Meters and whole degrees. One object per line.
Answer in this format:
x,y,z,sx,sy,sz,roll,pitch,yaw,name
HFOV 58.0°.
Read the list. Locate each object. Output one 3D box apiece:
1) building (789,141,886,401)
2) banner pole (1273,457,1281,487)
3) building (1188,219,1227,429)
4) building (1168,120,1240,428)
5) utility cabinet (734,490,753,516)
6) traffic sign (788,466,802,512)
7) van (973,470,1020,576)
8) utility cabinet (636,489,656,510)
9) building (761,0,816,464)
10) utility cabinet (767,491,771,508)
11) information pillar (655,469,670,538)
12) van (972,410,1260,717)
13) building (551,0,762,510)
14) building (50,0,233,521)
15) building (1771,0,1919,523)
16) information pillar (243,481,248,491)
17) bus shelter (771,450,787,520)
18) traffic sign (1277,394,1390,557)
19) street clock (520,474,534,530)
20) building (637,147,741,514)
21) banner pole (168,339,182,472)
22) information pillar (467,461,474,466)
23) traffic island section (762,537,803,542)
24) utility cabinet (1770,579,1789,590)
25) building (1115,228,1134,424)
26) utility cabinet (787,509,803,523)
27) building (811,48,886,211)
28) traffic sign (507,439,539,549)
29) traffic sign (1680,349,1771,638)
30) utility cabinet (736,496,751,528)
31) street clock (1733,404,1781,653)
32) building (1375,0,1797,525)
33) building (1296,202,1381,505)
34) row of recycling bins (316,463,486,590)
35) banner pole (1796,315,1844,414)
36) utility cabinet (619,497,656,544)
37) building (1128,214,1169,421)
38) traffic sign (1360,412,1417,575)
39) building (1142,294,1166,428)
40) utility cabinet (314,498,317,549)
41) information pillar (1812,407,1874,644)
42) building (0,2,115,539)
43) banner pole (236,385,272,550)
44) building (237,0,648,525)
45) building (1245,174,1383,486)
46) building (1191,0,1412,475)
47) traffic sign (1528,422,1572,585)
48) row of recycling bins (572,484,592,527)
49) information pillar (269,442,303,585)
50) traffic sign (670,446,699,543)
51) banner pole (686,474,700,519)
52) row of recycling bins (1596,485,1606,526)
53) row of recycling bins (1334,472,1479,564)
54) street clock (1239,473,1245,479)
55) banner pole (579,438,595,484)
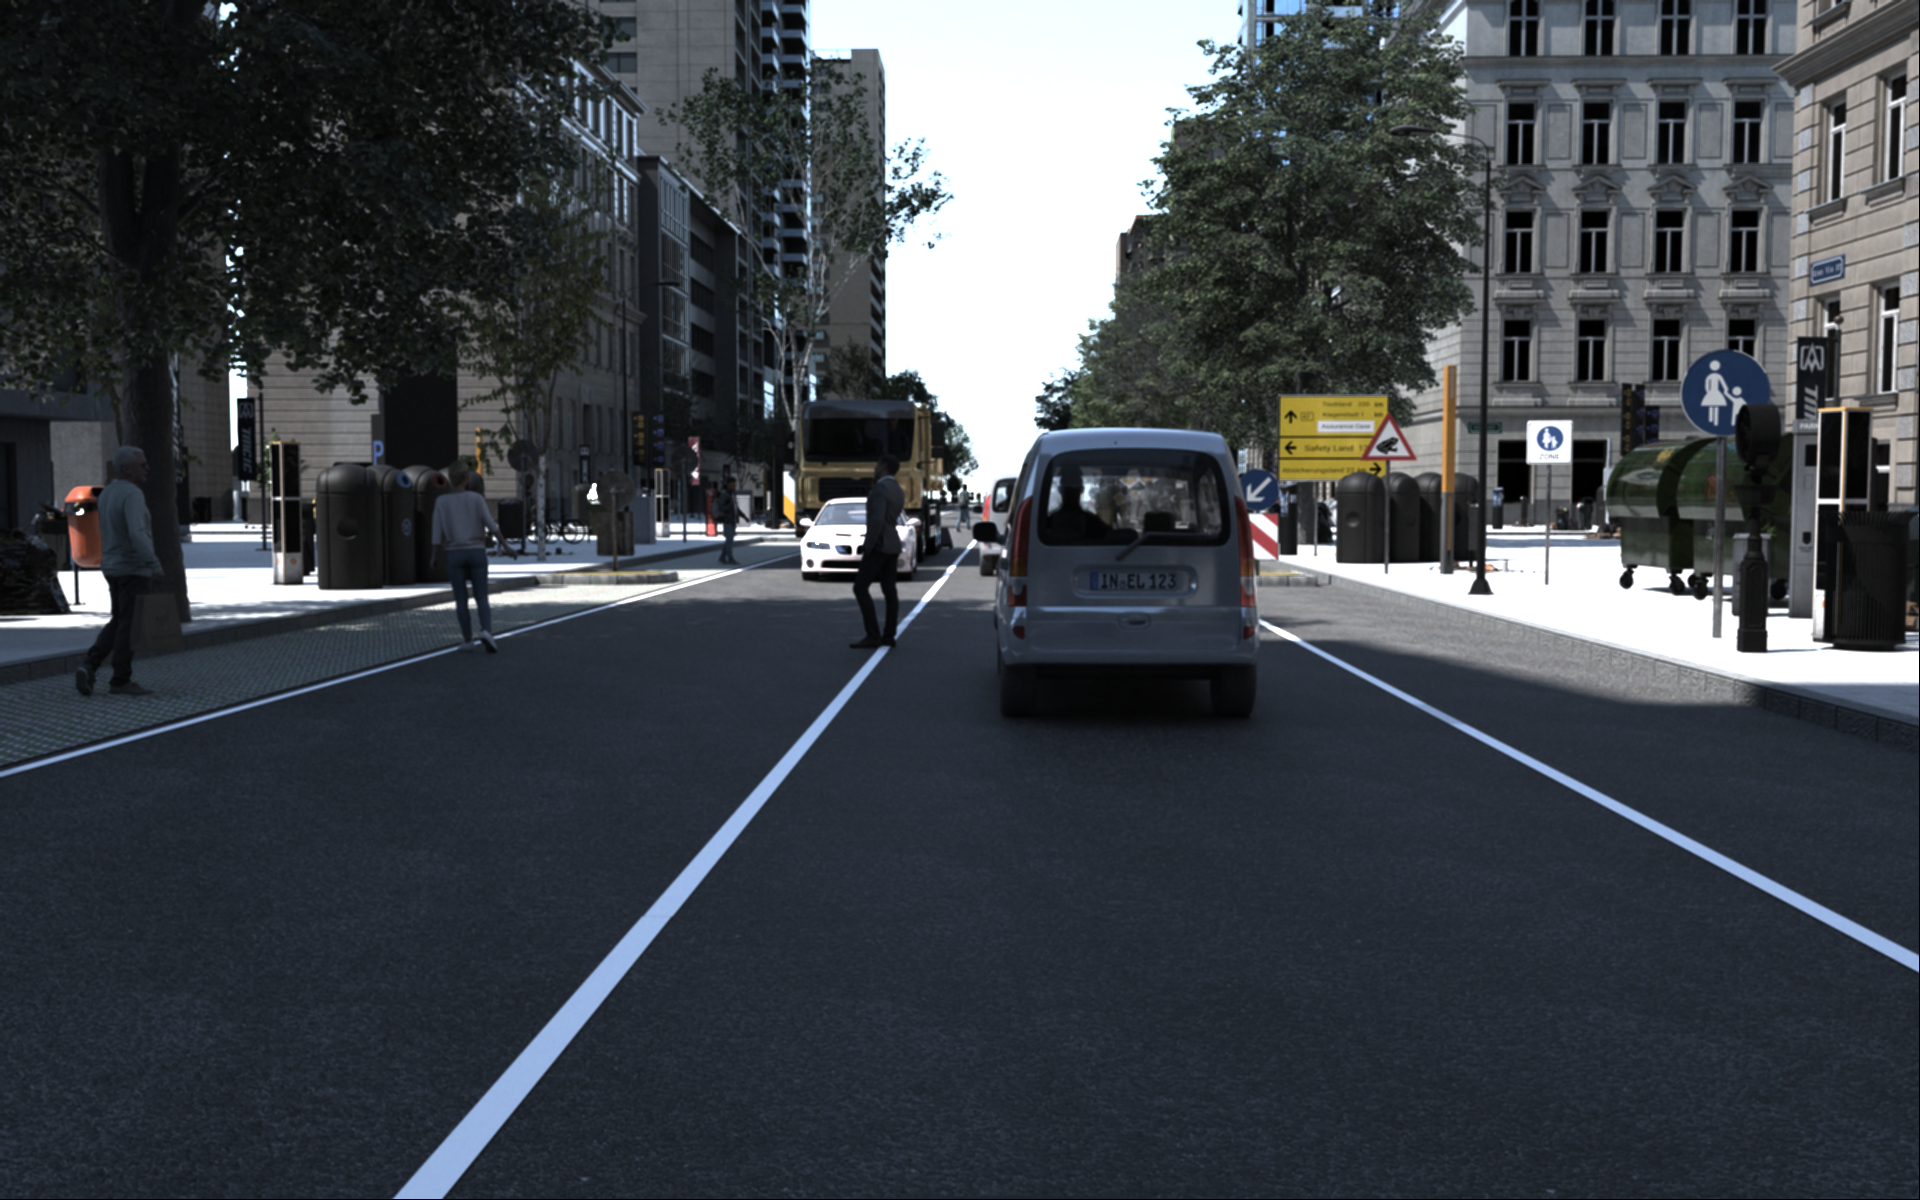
-22.223,-37.760,241.077,21.300,48.544,21.600,0,4,2,building
18.949,-6.952,103.677,0.863,3.779,0.401,0,4,4,banner pole
30.319,-24.867,178.275,14.160,30.474,14.107,0,4,2,building
30.077,-31.124,192.473,14.154,41.232,14.086,0,4,2,building
-11.172,-4.869,88.288,1.173,1.500,0.318,-1,4,-14,utility cabinet
-4.839,-3.001,52.714,0.795,2.450,0.064,0,4,2,traffic sign
1.218,-1.507,31.648,2.013,2.044,4.112,0,4,2,van
-14.764,-4.493,82.132,1.173,1.500,0.318,-1,4,-10,utility cabinet
-25.375,-52.529,171.512,22.319,86.520,31.000,0,4,2,building
-14.400,-7.594,132.846,0.318,1.500,1.173,2,4,25,utility cabinet
-8.695,-2.824,50.663,0.304,2.012,0.304,3,5,40,information pillar
1.091,-0.337,12.527,2.013,2.044,4.112,0,4,1,van
-25.274,-43.256,145.493,20.563,71.187,20.611,0,4,2,building
-45.474,-15.892,77.855,19.932,24.808,12.078,0,4,2,building
24.446,-14.084,27.540,12.463,27.353,25.104,0,4,2,building
-49.292,-7.836,119.473,0.183,3.616,0.504,0,4,6,information pillar
-8.351,-5.929,88.215,1.731,3.624,6.357,0,4,2,bus shelter
7.605,-2.537,35.347,2.265,3.308,0.079,0,4,4,traffic sign
-15.435,-3.498,61.758,0.358,2.002,0.471,2,4,30,street clock
-23.455,-17.878,111.373,14.314,24.678,30.058,0,4,2,building
-10.957,-2.083,24.075,0.401,3.779,0.863,0,4,-6,banner pole
-10.848,-2.059,38.164,0.304,2.012,0.304,-1,4,-13,information pillar
-4.863,-1.865,52.777,2.009,0.180,2.903,0,4,2,traffic island section
11.101,-0.763,23.645,0.306,1.237,1.020,-2,4,-23,utility cabinet
32.861,-38.918,286.415,14.600,45.320,14.200,0,4,2,building
-7.192,-4.046,77.314,1.020,1.237,0.306,-1,4,-13,utility cabinet
-20.412,-51.702,283.572,20.563,71.187,20.611,0,4,2,building
-10.158,-2.457,40.284,0.768,2.556,0.104,0,4,6,traffic sign
6.738,-0.932,15.340,0.768,2.556,0.104,0,4,6,traffic sign
-8.507,-3.351,65.945,1.020,1.237,0.306,0,4,1,utility cabinet
6.429,-0.577,14.003,0.358,2.002,0.471,1,4,10,street clock
42.060,-18.400,77.259,44.131,29.872,17.030,0,4,2,building
25.949,-14.702,105.011,10.561,19.102,19.286,0,4,2,building
-7.967,-1.079,24.748,1.069,1.692,3.534,1,4,15,row of recycling bins
12.081,-2.099,24.334,0.863,3.779,0.401,-1,4,-9,banner pole
-8.303,-2.043,44.561,1.020,1.237,0.306,2,4,30,utility cabinet
36.977,-37.306,264.580,22.147,44.769,28.867,0,4,2,building
6.797,-1.684,27.539,0.884,2.594,0.081,0,4,3,traffic sign
31.810,-28.804,242.638,14.160,30.474,14.107,0,4,2,building
-14.561,-1.794,40.486,0.306,1.237,1.020,2,4,32,utility cabinet
7.563,-0.634,14.852,0.304,2.012,0.304,-1,4,-18,information pillar
-25.683,-16.018,33.599,14.107,30.474,14.160,0,4,2,building
-16.113,-3.027,39.508,0.863,3.779,0.401,1,4,11,banner pole
-23.723,-17.523,83.757,12.463,27.353,25.104,0,4,2,building
26.571,-18.077,124.445,11.050,23.489,19.941,0,4,2,building
33.181,-51.454,153.952,22.319,86.520,31.000,0,4,2,building
8.255,-1.356,24.304,0.606,2.300,0.079,1,4,11,traffic sign
-15.122,-3.828,69.702,1.069,1.692,3.534,-1,4,-13,row of recycling bins
-9.499,-1.220,24.435,0.304,2.012,0.304,3,4,39,information pillar
-7.290,-2.795,45.800,0.768,2.556,0.104,1,4,9,traffic sign
-13.489,-5.985,87.865,0.863,3.779,0.401,0,4,-6,banner pole
26.245,-3.716,67.868,1.069,1.692,3.534,-1,4,-19,row of recycling bins
8.561,-1.572,32.809,3.534,1.692,1.069,-2,4,-35,row of recycling bins
9.844,-3.388,59.972,0.358,2.002,0.471,-2,4,-35,street clock
-16.549,-5.333,77.209,0.863,3.779,0.401,-1,4,-12,banner pole
